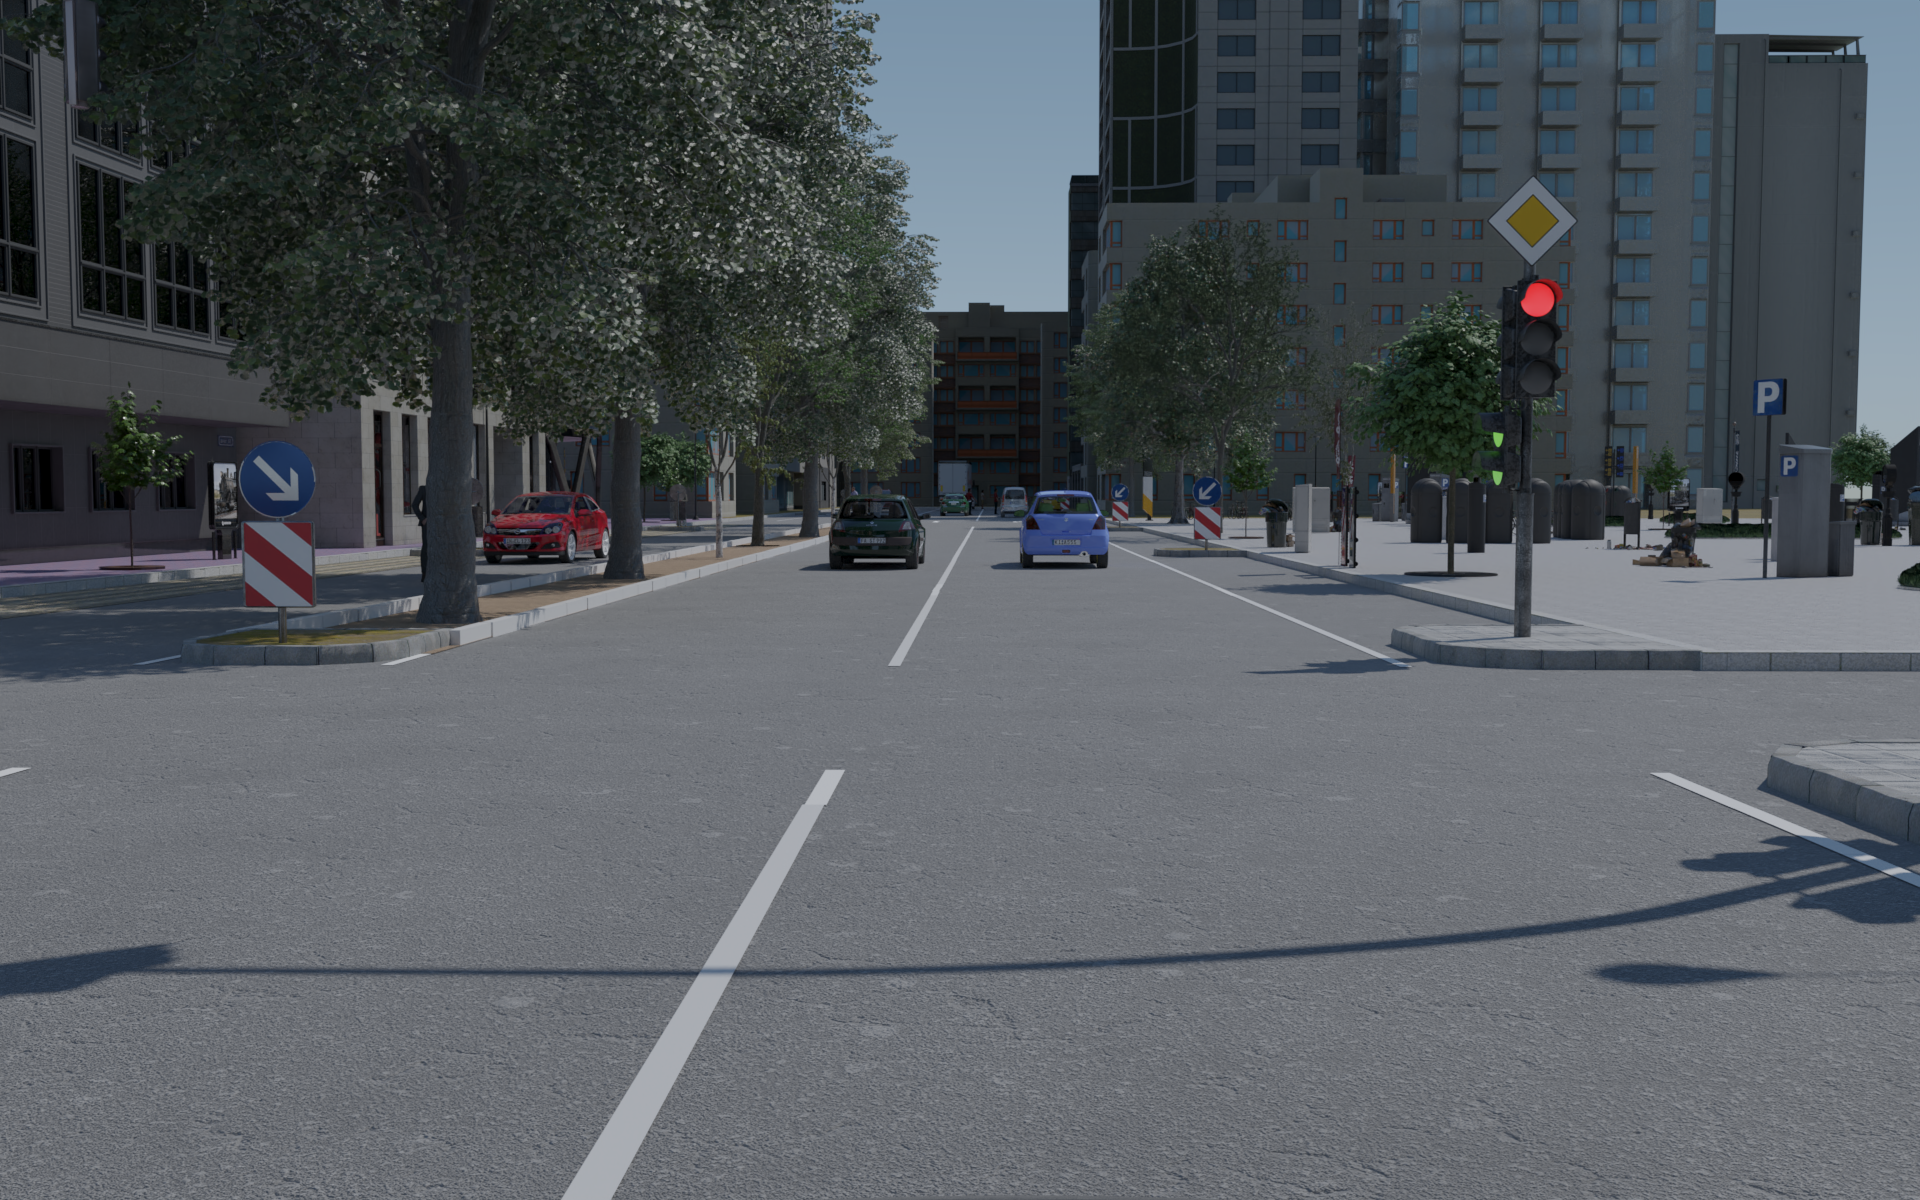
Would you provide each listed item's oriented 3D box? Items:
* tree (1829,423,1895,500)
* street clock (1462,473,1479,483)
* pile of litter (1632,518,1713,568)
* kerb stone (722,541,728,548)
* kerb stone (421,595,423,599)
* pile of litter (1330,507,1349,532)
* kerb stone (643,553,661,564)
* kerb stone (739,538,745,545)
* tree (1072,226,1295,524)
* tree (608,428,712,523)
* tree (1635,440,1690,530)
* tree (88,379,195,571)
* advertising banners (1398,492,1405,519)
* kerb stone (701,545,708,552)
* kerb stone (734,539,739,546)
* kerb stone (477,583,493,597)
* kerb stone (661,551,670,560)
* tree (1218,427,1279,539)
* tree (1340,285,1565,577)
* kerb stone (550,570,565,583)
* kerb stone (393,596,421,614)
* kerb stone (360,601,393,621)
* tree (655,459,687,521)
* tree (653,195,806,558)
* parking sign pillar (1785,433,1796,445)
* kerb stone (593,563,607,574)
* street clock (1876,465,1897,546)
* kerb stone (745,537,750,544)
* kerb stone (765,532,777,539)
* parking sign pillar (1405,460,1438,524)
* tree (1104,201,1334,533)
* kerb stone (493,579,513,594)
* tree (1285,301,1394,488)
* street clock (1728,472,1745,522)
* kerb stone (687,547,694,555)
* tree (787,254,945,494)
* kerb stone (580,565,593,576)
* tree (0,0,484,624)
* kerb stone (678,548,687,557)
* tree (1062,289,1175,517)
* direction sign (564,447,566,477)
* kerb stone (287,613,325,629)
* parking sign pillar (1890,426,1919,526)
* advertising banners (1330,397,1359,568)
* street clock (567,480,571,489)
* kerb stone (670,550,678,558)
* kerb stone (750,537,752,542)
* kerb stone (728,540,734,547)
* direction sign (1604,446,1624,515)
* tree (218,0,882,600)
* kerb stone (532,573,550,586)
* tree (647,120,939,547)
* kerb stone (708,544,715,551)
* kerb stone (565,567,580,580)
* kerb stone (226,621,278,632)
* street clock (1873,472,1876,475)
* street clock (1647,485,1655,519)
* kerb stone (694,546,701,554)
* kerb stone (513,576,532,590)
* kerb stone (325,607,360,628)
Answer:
[{"bbox_3d":[41.354,-5.858,79.490,4.285,4.588,4.351,0,3,0],"label":"tree"},{"bbox_3d":[15.155,-2.867,51.443,0.471,2.002,0.358,-2,4,-31],"label":"street clock"},{"bbox_3d":[12.662,-1.028,30.780,1.176,0.858,1.719,0,4,3],"label":"pile of litter"},{"bbox_3d":[-6.314,-1.430,45.569,0.120,0.150,1.000,0,4,1],"label":"kerb stone"},{"bbox_3d":[-6.754,0.014,21.986,0.120,0.150,1.000,0,4,1],"label":"kerb stone"},{"bbox_3d":[12.582,-2.721,58.449,1.719,0.858,1.176,-1,4,-15],"label":"pile of litter"},{"bbox_3d":[-6.487,-0.865,36.338,0.120,0.150,1.000,0,4,1],"label":"kerb stone"},{"bbox_3d":[-6.255,-1.613,48.649,0.120,0.150,1.000,0,4,1],"label":"kerb stone"},{"bbox_3d":[9.491,-9.624,74.358,9.611,12.733,9.660,0,3,0],"label":"tree"},{"bbox_3d":[-14.282,-5.763,77.931,4.285,4.588,4.351,0,3,0],"label":"tree"},{"bbox_3d":[25.164,-4.098,61.599,1.663,3.219,1.824,0,3,0],"label":"tree"},{"bbox_3d":[-14.090,-2.124,29.330,1.663,3.219,1.824,0,3,0],"label":"tree"},{"bbox_3d":[23.248,-5.646,88.501,2.074,3.025,0.090,2,4,26],"label":"advertising banners"},{"bbox_3d":[-6.381,-1.242,42.497,0.120,0.150,1.000,0,4,1],"label":"kerb stone"},{"bbox_3d":[-6.273,-1.555,47.618,0.120,0.150,1.000,0,4,1],"label":"kerb stone"},{"bbox_3d":[-6.719,-0.111,24.030,0.120,0.150,1.000,0,4,1],"label":"kerb stone"},{"bbox_3d":[-6.472,-0.922,37.362,0.120,0.150,1.000,0,4,1],"label":"kerb stone"},{"bbox_3d":[8.127,-3.374,49.773,1.663,3.219,1.824,0,3,0],"label":"tree"},{"bbox_3d":[7.833,-2.661,27.228,4.285,4.588,4.351,0,3,0],"label":"tree"},{"bbox_3d":[-6.641,-0.362,28.118,0.120,0.150,1.000,0,4,1],"label":"kerb stone"},{"bbox_3d":[-6.772,0.077,20.943,0.120,0.150,1.000,0,4,1],"label":"kerb stone"},{"bbox_3d":[-6.784,0.146,19.915,0.120,0.150,1.000,0,4,1],"label":"kerb stone"},{"bbox_3d":[-13.629,-5.364,82.302,1.663,3.219,1.824,0,3,0],"label":"tree"},{"bbox_3d":[-5.356,-5.228,38.301,4.737,8.622,4.395,0,3,0],"label":"tree"},{"bbox_3d":[36.914,-5.386,76.526,1.447,3.967,1.447,-3,5,-41],"label":"parking sign pillar"},{"bbox_3d":[-6.577,-0.551,31.204,0.120,0.150,1.000,0,4,1],"label":"kerb stone"},{"bbox_3d":[22.845,-2.328,42.625,0.358,2.002,0.471,1,4,13],"label":"street clock"},{"bbox_3d":[-6.237,-1.678,49.676,0.120,0.150,1.000,0,4,1],"label":"kerb stone"},{"bbox_3d":[-6.117,-2.057,55.824,0.120,0.150,1.000,0,4,1],"label":"kerb stone"},{"bbox_3d":[19.965,-5.269,74.613,1.447,3.967,1.447,3,4,38],"label":"parking sign pillar"},{"bbox_3d":[8.289,-7.458,56.348,8.767,10.594,7.601,2,4,35],"label":"tree"},{"bbox_3d":[-6.699,-0.175,25.052,0.120,0.150,1.000,0,4,1],"label":"kerb stone"},{"bbox_3d":[14.375,-7.030,65.311,4.360,8.622,3.978,0,3,0],"label":"tree"},{"bbox_3d":[25.171,-3.157,56.179,0.471,2.002,0.358,3,4,37],"label":"street clock"},{"bbox_3d":[-6.414,-1.115,40.448,0.120,0.150,1.000,0,4,1],"label":"kerb stone"},{"bbox_3d":[-4.582,-9.808,80.952,7.486,12.596,7.792,0,3,0],"label":"tree"},{"bbox_3d":[-6.612,-0.488,30.179,0.120,0.150,1.000,0,4,1],"label":"kerb stone"},{"bbox_3d":[-5.700,-6.719,18.970,9.857,13.997,8.962,0,3,0],"label":"tree"},{"bbox_3d":[-6.429,-1.054,39.426,0.120,0.150,1.000,0,4,1],"label":"kerb stone"},{"bbox_3d":[9.181,-10.923,96.721,7.486,12.596,7.792,0,3,0],"label":"tree"},{"bbox_3d":[-19.232,-5.649,84.360,0.379,3.537,0.876,-1,4,-9],"label":"direction sign"},{"bbox_3d":[-6.824,0.265,17.858,0.120,0.150,1.000,0,4,1],"label":"kerb stone"},{"bbox_3d":[37.848,-4.939,69.230,1.447,3.967,1.447,-1,4,-18],"label":"parking sign pillar"},{"bbox_3d":[6.853,-2.116,30.784,0.090,3.025,2.074,0,4,2],"label":"advertising banners"},{"bbox_3d":[-20.175,-5.177,89.213,0.358,2.002,0.471,-1,4,-20],"label":"street clock"},{"bbox_3d":[-6.456,-0.990,38.388,0.120,0.150,1.000,0,4,1],"label":"kerb stone"},{"bbox_3d":[-6.224,-1.741,50.698,0.120,0.150,1.000,0,4,1],"label":"kerb stone"},{"bbox_3d":[-6.291,-1.492,46.595,0.120,0.150,1.000,0,4,1],"label":"kerb stone"},{"bbox_3d":[30.849,-5.488,81.725,0.876,3.537,0.379,2,4,34],"label":"direction sign"},{"bbox_3d":[-5.671,-7.327,28.909,9.857,13.997,8.962,0,3,0],"label":"tree"},{"bbox_3d":[-6.647,-0.295,27.096,0.120,0.150,1.000,0,4,1],"label":"kerb stone"},{"bbox_3d":[-5.389,-7.244,46.644,9.928,11.665,9.643,0,3,0],"label":"tree"},{"bbox_3d":[-6.351,-1.303,43.523,0.120,0.150,1.000,0,4,1],"label":"kerb stone"},{"bbox_3d":[-6.621,-0.425,29.145,0.120,0.150,1.000,0,4,1],"label":"kerb stone"},{"bbox_3d":[-6.854,0.335,16.837,0.120,0.150,1.000,0,4,1],"label":"kerb stone"},{"bbox_3d":[28.429,-2.990,53.459,0.358,2.002,0.471,-2,4,-33],"label":"street clock"},{"bbox_3d":[35.065,-5.095,87.875,0.471,2.002,0.358,-2,4,-34],"label":"street clock"},{"bbox_3d":[-6.395,-1.178,41.475,0.120,0.150,1.000,0,4,1],"label":"kerb stone"},{"bbox_3d":[-6.673,-0.235,26.074,0.120,0.150,1.000,0,4,1],"label":"kerb stone"},{"bbox_3d":[-6.813,0.202,18.890,0.120,0.150,1.000,0,4,1],"label":"kerb stone"}]
